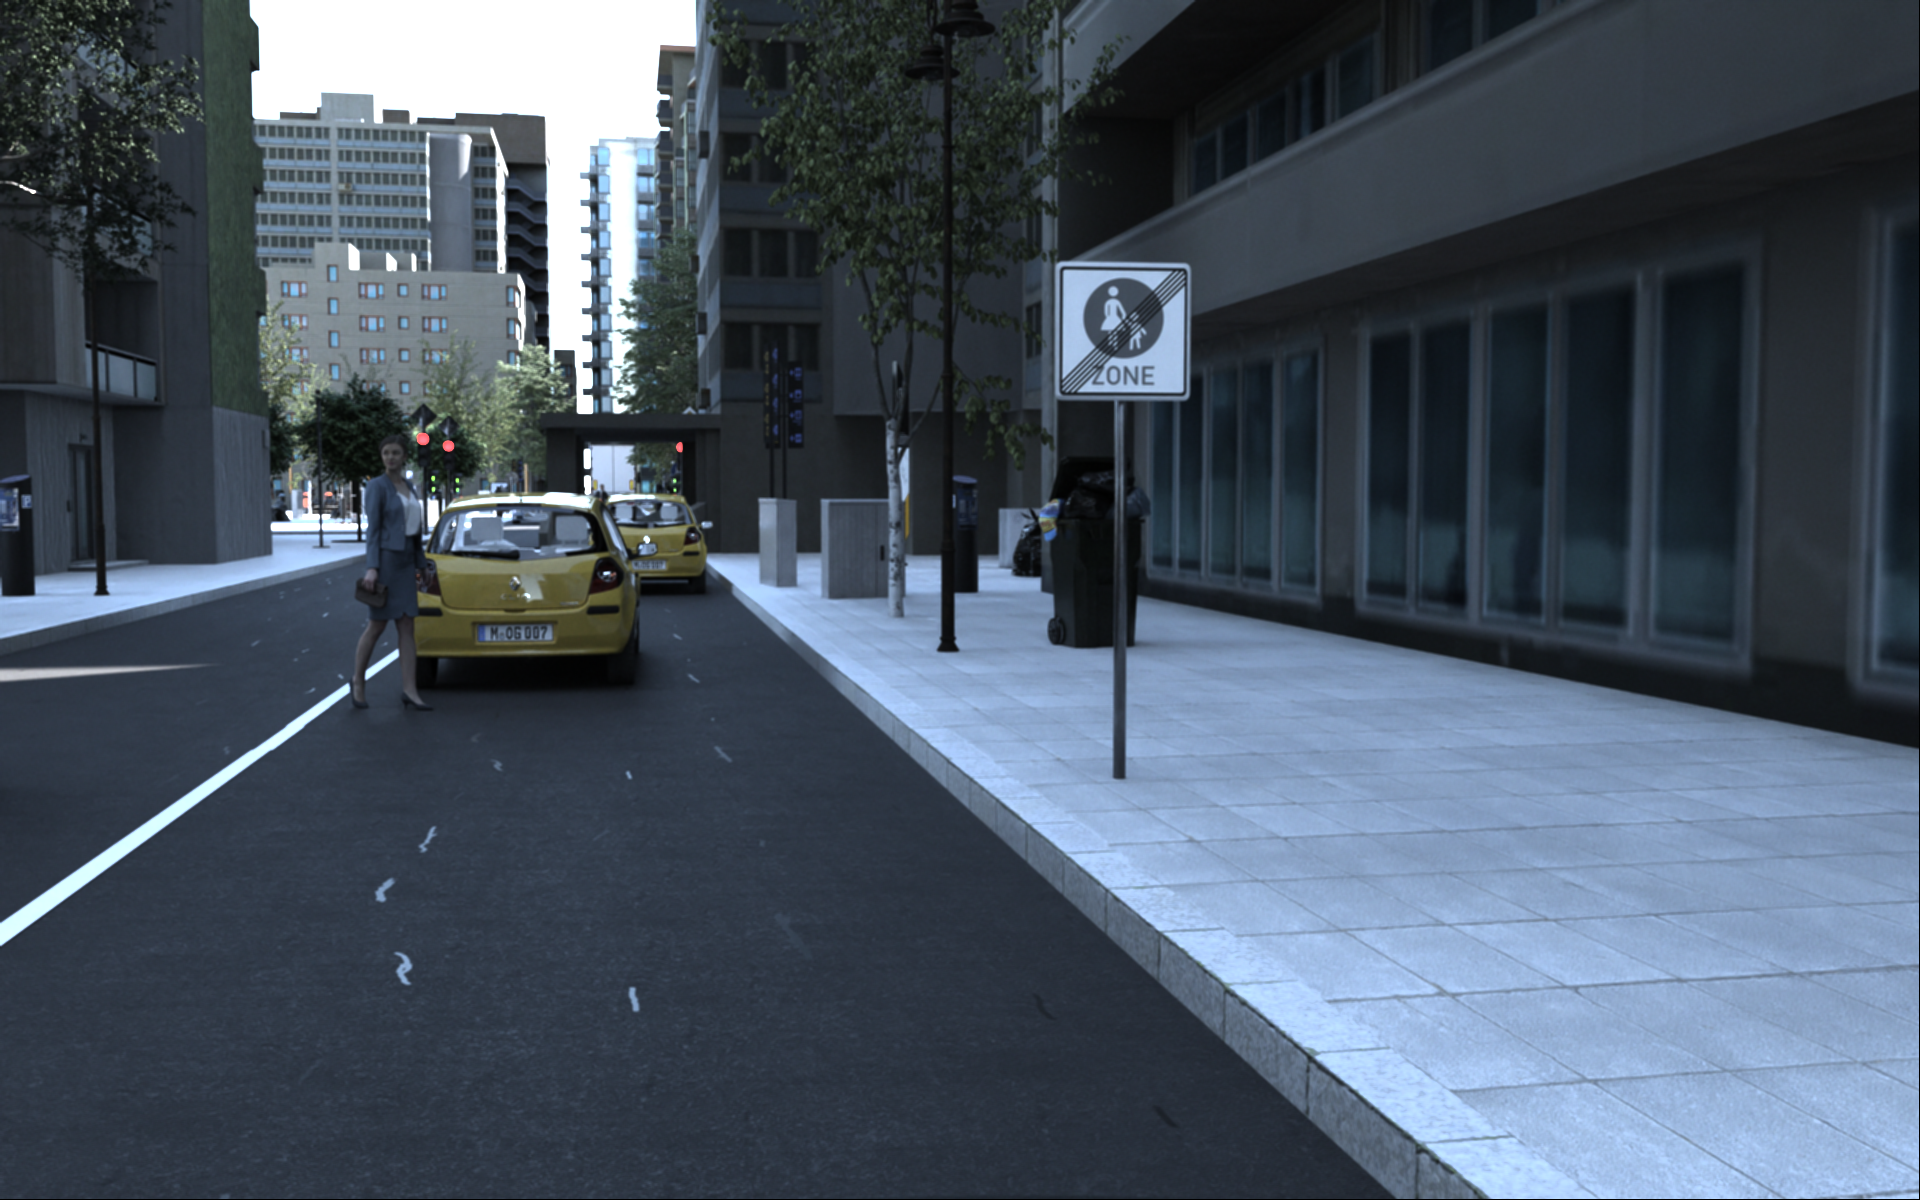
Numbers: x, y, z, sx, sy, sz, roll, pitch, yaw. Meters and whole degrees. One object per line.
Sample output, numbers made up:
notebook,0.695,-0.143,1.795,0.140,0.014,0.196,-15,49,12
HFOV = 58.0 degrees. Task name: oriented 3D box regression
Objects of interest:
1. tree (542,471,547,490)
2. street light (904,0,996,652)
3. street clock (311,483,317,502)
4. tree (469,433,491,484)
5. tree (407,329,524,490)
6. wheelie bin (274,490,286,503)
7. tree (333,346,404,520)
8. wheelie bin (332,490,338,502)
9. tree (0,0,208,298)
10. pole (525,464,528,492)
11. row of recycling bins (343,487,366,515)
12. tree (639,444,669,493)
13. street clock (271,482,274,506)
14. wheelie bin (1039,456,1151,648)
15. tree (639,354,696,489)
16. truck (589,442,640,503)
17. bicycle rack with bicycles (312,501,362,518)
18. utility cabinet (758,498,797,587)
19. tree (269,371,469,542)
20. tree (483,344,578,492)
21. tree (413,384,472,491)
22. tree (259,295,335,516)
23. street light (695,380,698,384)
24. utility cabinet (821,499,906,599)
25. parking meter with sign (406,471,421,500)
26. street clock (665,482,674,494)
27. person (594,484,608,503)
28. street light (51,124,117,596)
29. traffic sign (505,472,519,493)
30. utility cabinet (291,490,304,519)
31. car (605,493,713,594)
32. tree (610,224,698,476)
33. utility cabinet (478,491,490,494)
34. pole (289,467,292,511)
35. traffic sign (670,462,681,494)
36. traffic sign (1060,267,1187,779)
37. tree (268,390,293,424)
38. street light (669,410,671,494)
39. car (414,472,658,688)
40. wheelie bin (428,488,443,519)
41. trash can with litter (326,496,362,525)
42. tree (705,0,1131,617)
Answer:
tree,-44.574,-12.676,190.973,4.285,4.588,4.351,0,3,0
street light,-0.098,-2.519,13.967,0.468,5.910,1.993,-1,4,-11
street clock,-43.315,-6.815,116.000,0.471,2.002,0.358,0,4,5
tree,-20.266,-5.157,68.032,4.285,4.588,4.351,0,3,0
tree,-23.024,-7.823,78.276,4.737,8.622,4.395,0,3,0
wheelie bin,-51.016,-7.460,129.871,0.980,1.594,0.693,1,4,9
tree,-29.858,-8.326,86.490,4.360,8.622,3.978,0,3,0
wheelie bin,-46.787,-7.485,130.286,0.693,1.594,0.980,1,4,16
tree,-10.293,-4.925,14.943,7.601,10.594,8.767,-1,4,-20
pole,-29.326,-7.544,117.193,0.158,3.312,0.155,0,3,0
row of recycling bins,-37.542,-6.240,109.140,1.069,1.692,3.534,1,4,16
tree,-19.625,-10.088,115.297,4.737,8.622,4.395,0,3,0
street clock,-37.737,-5.510,94.653,0.471,2.002,0.358,0,4,-8
wheelie bin,1.176,-0.412,14.649,0.980,1.594,0.693,-1,4,-20
tree,-13.883,-8.284,85.812,4.360,8.622,3.978,0,3,0
truck,-19.296,-6.597,96.776,2.839,4.237,11.283,-1,4,-11
bicycle rack with bicycles,-33.249,-4.875,93.087,2.852,0.926,2.925,2,4,32
utility cabinet,-2.556,-0.807,24.350,0.306,1.237,1.020,-1,4,-21
tree,-16.209,-3.841,46.509,4.285,4.588,4.351,0,3,0
tree,-32.158,-13.014,130.913,7.486,12.596,7.792,0,3,0
tree,-34.390,-10.112,115.691,4.360,8.622,3.978,0,3,0
tree,-25.513,-6.872,62.724,4.737,8.622,4.395,0,3,0
street light,-8.151,-5.028,54.988,0.468,5.910,1.993,-1,4,-11
utility cabinet,-1.193,-0.629,21.454,1.020,1.237,0.306,-2,4,-25
parking meter with sign,-41.468,-8.313,132.185,0.543,3.016,1.738,1,4,17
street clock,-17.050,-5.945,101.772,0.471,2.002,0.358,-2,4,-35
person,-17.347,-4.641,83.738,0.474,1.900,0.648,3,4,39
street light,-10.888,-2.997,21.797,0.468,5.910,1.993,-1,4,-11
traffic sign,-25.290,-5.974,97.776,0.768,2.556,0.104,0,4,-5
utility cabinet,-33.963,-4.901,88.809,0.318,1.500,1.173,0,4,-7
car,-4.737,-0.978,26.210,2.015,1.641,3.980,-1,4,-10
tree,-10.877,-9.487,73.245,7.486,12.596,7.792,0,3,0
utility cabinet,-31.686,-6.564,115.999,1.173,1.500,0.318,2,4,28
pole,-50.343,-8.347,130.322,0.158,3.312,0.155,0,3,0
traffic sign,-10.900,-4.127,67.589,0.768,2.556,0.104,0,4,-8
traffic sign,0.718,-0.343,7.746,0.606,2.300,0.079,0,4,-7
tree,-47.016,-10.224,117.525,4.360,8.622,3.978,0,3,0
street light,-15.943,-7.495,95.337,0.468,5.910,1.993,-1,4,-11
car,-3.522,-0.251,14.322,2.015,1.641,3.980,-1,4,-10
wheelie bin,-25.261,-4.617,83.390,0.693,1.594,0.980,-2,4,-31
trash can with litter,-25.963,-3.766,72.624,1.678,1.210,2.233,-1,4,-20
tree,-0.603,-4.112,17.602,4.737,8.622,4.395,0,3,0
